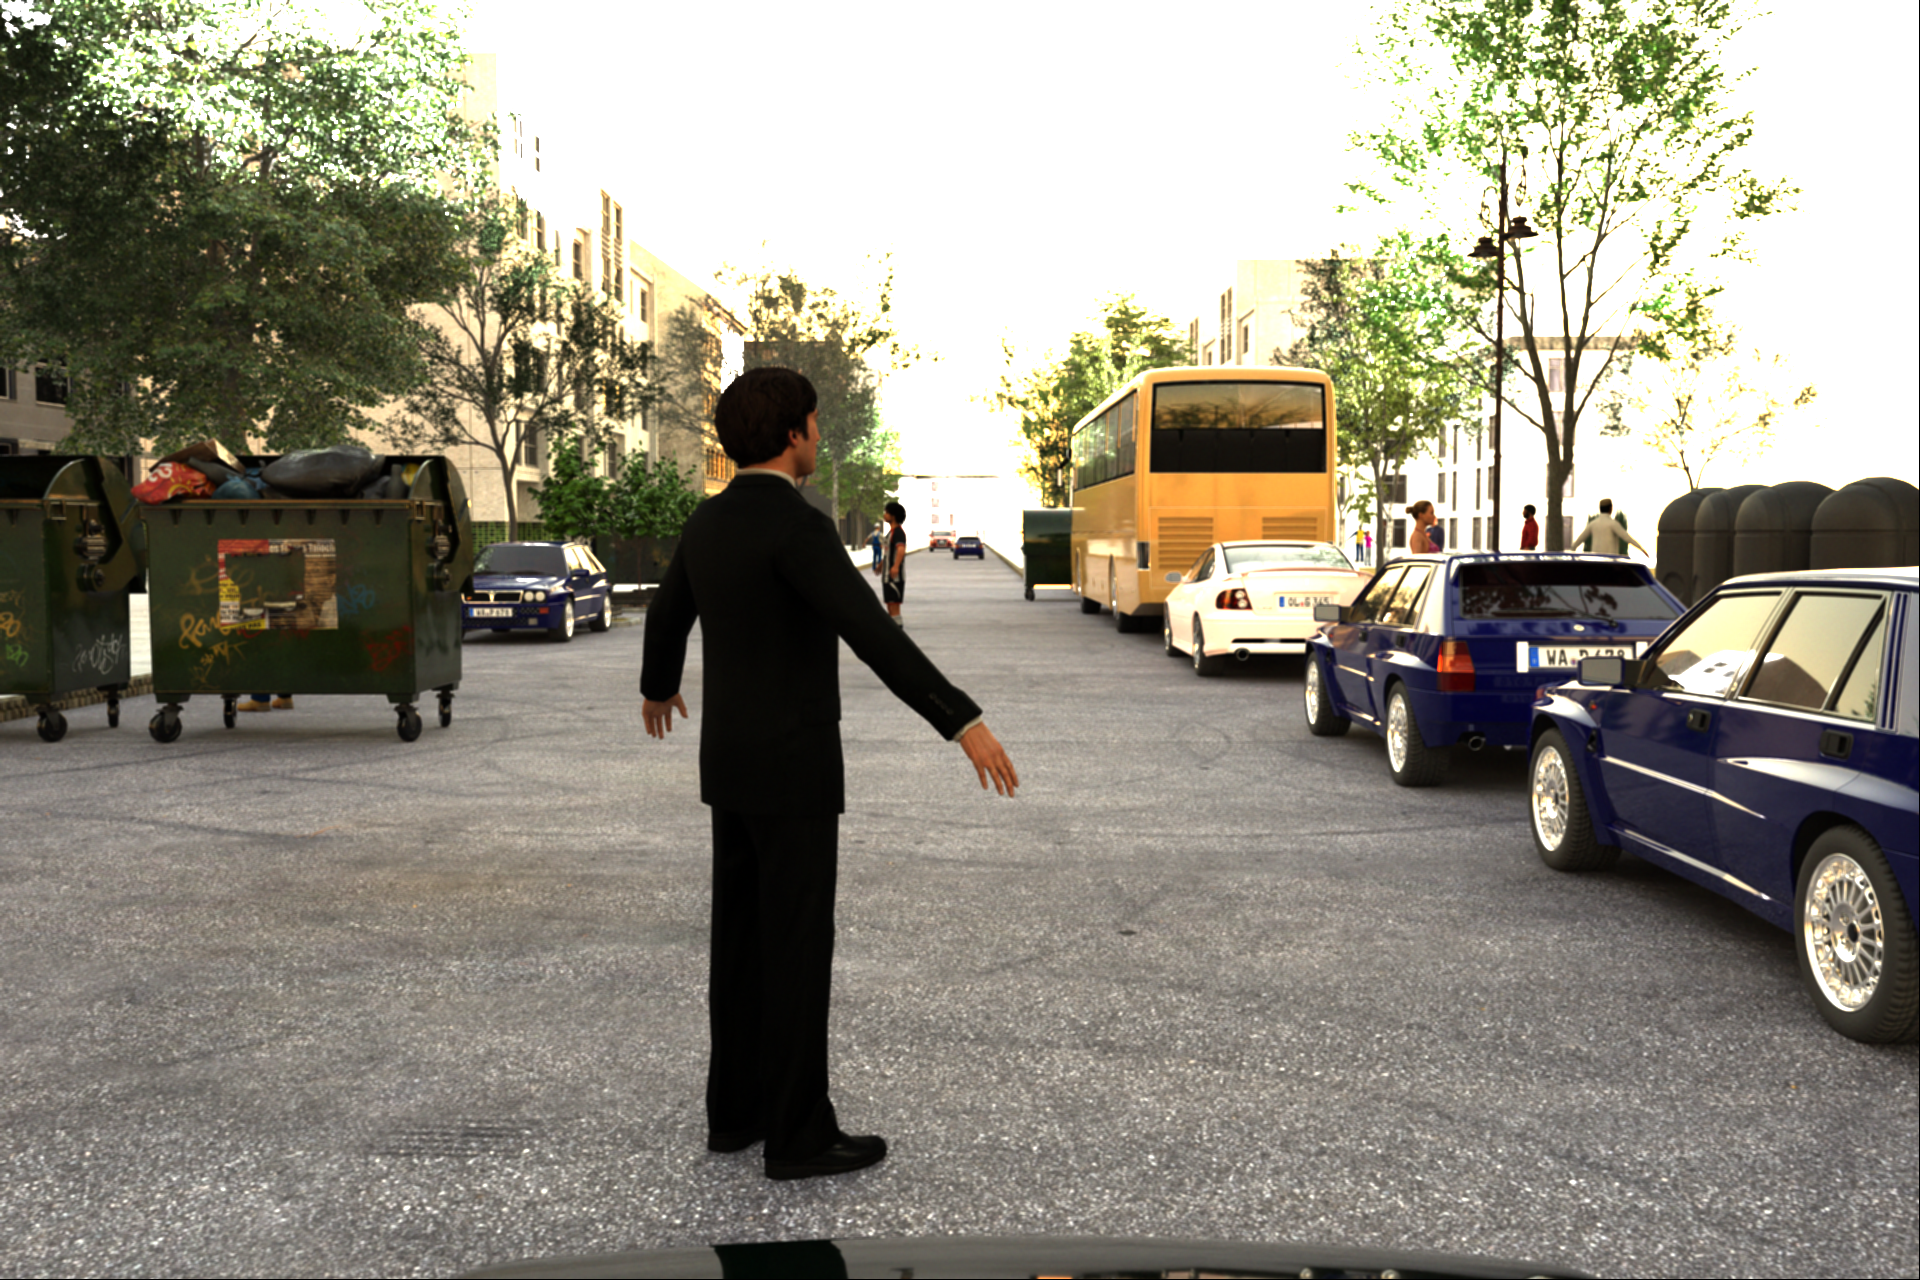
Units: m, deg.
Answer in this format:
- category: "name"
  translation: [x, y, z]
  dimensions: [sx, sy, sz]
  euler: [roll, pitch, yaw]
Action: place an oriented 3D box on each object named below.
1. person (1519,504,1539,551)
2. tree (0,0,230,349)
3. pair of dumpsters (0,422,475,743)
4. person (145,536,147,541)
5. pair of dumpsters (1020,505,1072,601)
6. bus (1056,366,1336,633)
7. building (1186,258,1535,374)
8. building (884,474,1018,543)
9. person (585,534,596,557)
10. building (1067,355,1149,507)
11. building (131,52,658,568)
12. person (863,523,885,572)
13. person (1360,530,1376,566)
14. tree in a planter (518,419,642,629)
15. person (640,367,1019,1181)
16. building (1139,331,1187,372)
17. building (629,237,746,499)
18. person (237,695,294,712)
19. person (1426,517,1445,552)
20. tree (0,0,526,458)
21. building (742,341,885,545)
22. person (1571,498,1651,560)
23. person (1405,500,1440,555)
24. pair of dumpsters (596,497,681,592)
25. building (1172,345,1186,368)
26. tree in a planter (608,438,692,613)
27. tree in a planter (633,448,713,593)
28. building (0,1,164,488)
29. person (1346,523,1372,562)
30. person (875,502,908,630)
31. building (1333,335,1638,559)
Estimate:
- category: "person"
  translation: [10.110, -1.515, 30.874]
  dimensions: [0.704, 1.816, 1.345]
  euler: [1, 4, 14]
- category: "tree"
  translation: [-12.210, -5.143, 18.500]
  dimensions: [7.601, 10.594, 8.767]
  euler: [3, 5, 42]
- category: "pair of dumpsters"
  translation: [-5.835, -0.449, 12.292]
  dimensions: [4.436, 2.255, 1.574]
  euler: [0, 4, 0]
- category: "person"
  translation: [-18.306, -2.005, 39.543]
  dimensions: [0.721, 1.744, 1.215]
  euler: [2, 4, 24]
- category: "pair of dumpsters"
  translation: [3.522, -1.992, 37.524]
  dimensions: [4.436, 2.255, 1.574]
  euler: [0, 4, -1]
- category: "bus"
  translation: [3.417, -2.226, 27.947]
  dimensions: [2.896, 3.916, 12.252]
  euler: [0, 4, -1]
- category: "building"
  translation: [26.060, -15.495, 119.809]
  dimensions: [16.747, 18.905, 31.486]
  euler: [0, 3, 0]
- category: "building"
  translation: [-6.085, -18.087, 240.329]
  dimensions: [28.070, 9.664, 9.099]
  euler: [0, 4, 2]
- category: "person"
  translation: [-11.057, -2.878, 52.840]
  dimensions: [0.705, 1.856, 1.354]
  euler: [2, 4, 27]
- category: "building"
  translation: [27.004, -22.653, 214.354]
  dimensions: [27.936, 21.610, 32.646]
  euler: [0, 4, 0]
- category: "building"
  translation: [-25.165, -13.044, 79.725]
  dimensions: [16.747, 18.905, 31.486]
  euler: [0, 4, 0]
- category: "person"
  translation: [-3.103, -3.481, 65.235]
  dimensions: [1.347, 1.847, 0.705]
  euler: [2, 4, 24]
- category: "person"
  translation: [16.311, -3.656, 69.035]
  dimensions: [0.991, 1.433, 0.599]
  euler: [-2, 4, -27]
- category: "tree in a planter"
  translation: [-6.081, -1.829, 27.128]
  dimensions: [1.991, 3.239, 1.994]
  euler: [0, 4, 0]
- category: "person"
  translation: [-0.404, 0.286, 3.970]
  dimensions: [0.705, 1.806, 1.347]
  euler: [-3, 5, -41]
- category: "building"
  translation: [24.520, -21.851, 188.196]
  dimensions: [19.493, 23.208, 18.063]
  euler: [0, 4, 0]
- category: "building"
  translation: [-25.325, -17.574, 118.264]
  dimensions: [19.493, 23.208, 18.063]
  euler: [0, 4, 1]
- category: "person"
  translation: [-5.651, -0.354, 14.106]
  dimensions: [0.705, 1.847, 1.347]
  euler: [2, 4, 29]
- category: "person"
  translation: [10.379, -1.898, 37.994]
  dimensions: [0.530, 1.710, 0.541]
  euler: [-2, 4, -25]
- category: "tree"
  translation: [-12.216, -7.481, 28.963]
  dimensions: [9.857, 13.997, 8.962]
  euler: [0, 3, 0]
- category: "building"
  translation: [-23.431, -21.728, 199.226]
  dimensions: [27.936, 21.610, 32.646]
  euler: [0, 4, 0]
- category: "person"
  translation: [9.640, -1.208, 25.839]
  dimensions: [0.704, 1.819, 1.344]
  euler: [-2, 4, -35]
- category: "person"
  translation: [4.204, -0.378, 15.433]
  dimensions: [0.721, 1.733, 1.217]
  euler: [1, 4, 21]
- category: "pair of dumpsters"
  translation: [-5.758, -2.028, 38.103]
  dimensions: [4.436, 2.255, 1.574]
  euler: [0, 3, 0]
- category: "building"
  translation: [26.177, -19.395, 173.535]
  dimensions: [16.016, 20.090, 11.380]
  euler: [0, 4, 0]
- category: "tree in a planter"
  translation: [-6.011, -2.150, 32.378]
  dimensions: [1.991, 3.239, 1.994]
  euler: [0, 3, 0]
- category: "tree in a planter"
  translation: [-6.024, -2.389, 36.278]
  dimensions: [1.991, 3.239, 1.994]
  euler: [0, 3, 0]
- category: "building"
  translation: [-27.369, -13.291, 35.717]
  dimensions: [11.959, 24.771, 22.079]
  euler: [0, 4, 1]
- category: "person"
  translation: [18.372, -4.478, 79.679]
  dimensions: [1.216, 1.772, 0.721]
  euler: [0, 4, -6]
- category: "person"
  translation: [-0.842, -0.779, 21.330]
  dimensions: [0.704, 1.843, 1.345]
  euler: [-1, 4, -11]
- category: "building"
  translation: [24.319, -8.882, 87.376]
  dimensions: [9.099, 9.664, 28.070]
  euler: [0, 4, 1]
